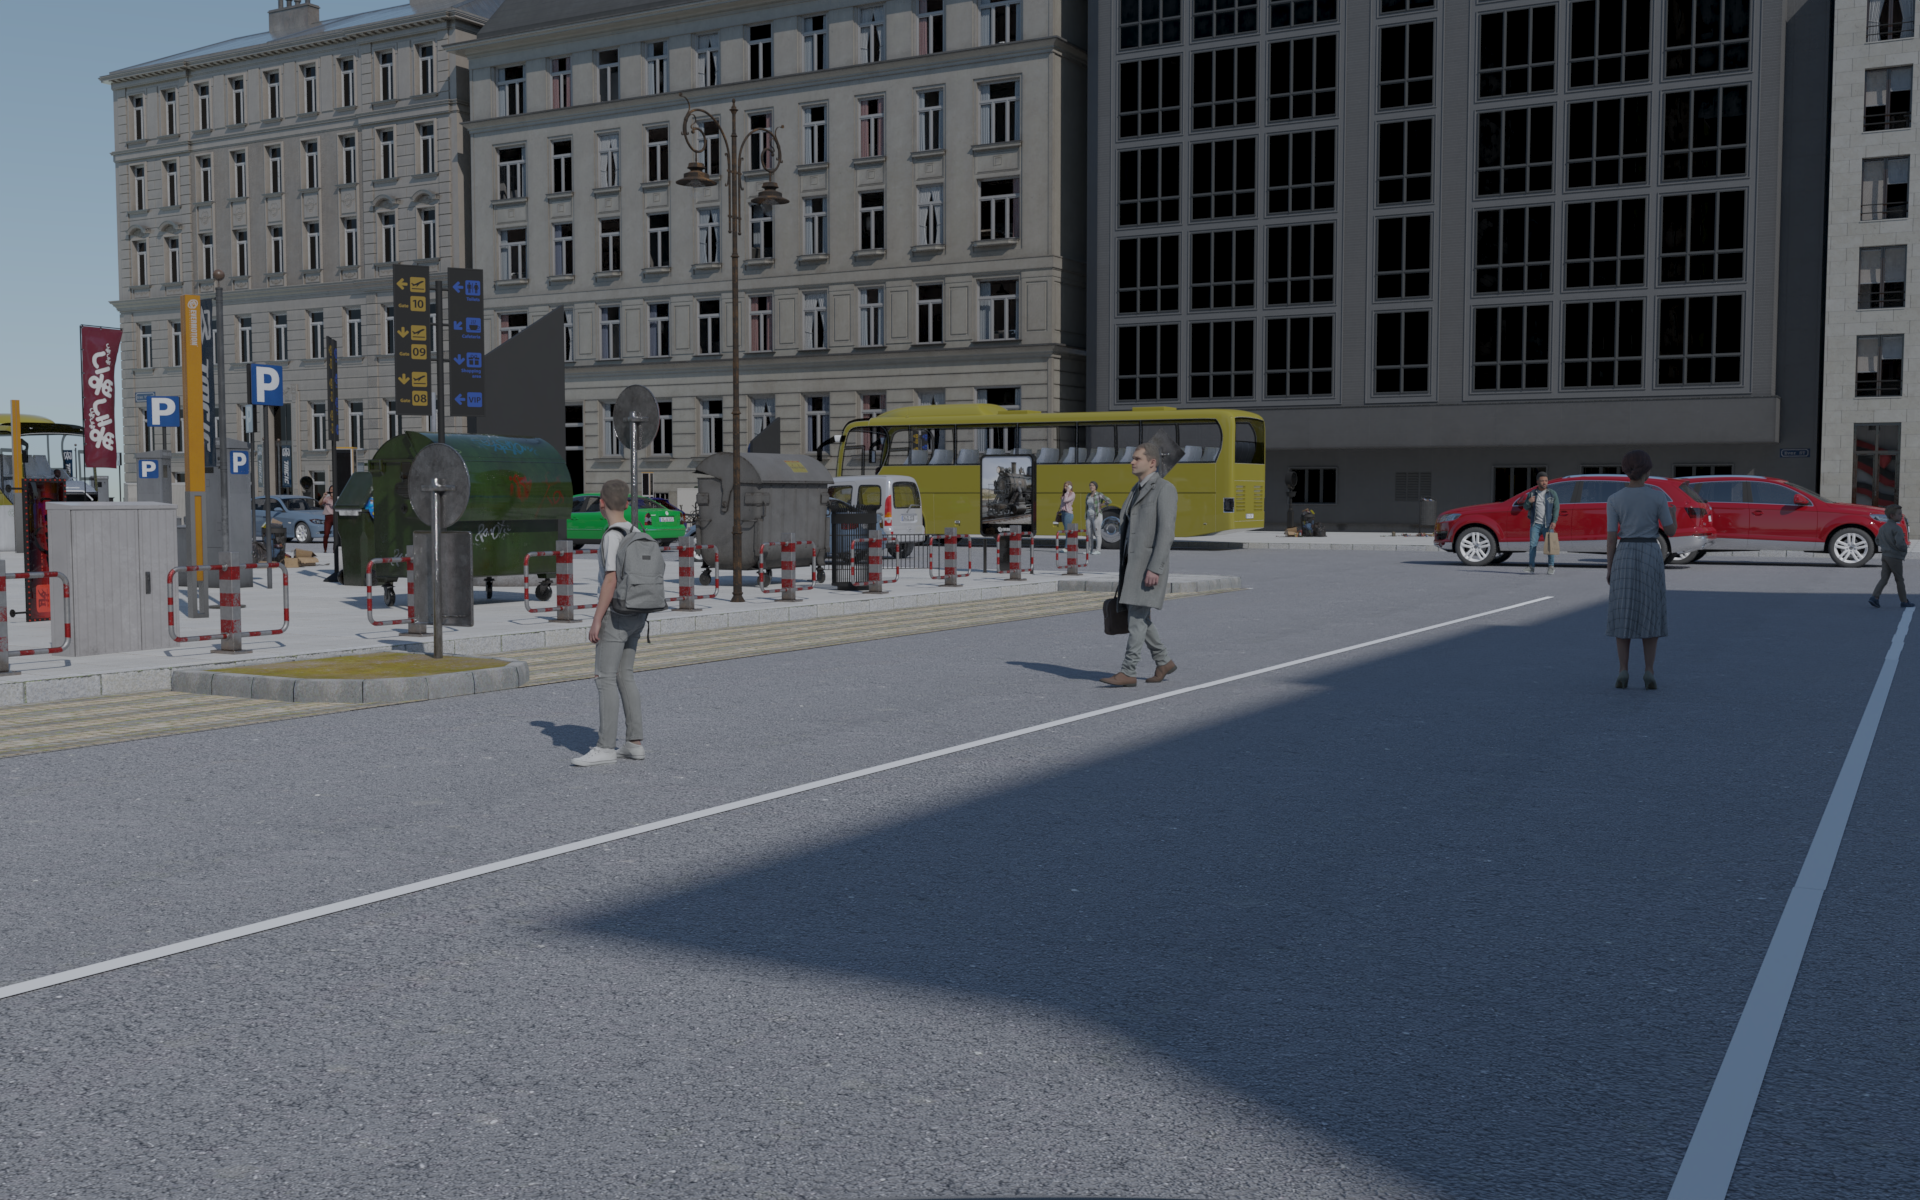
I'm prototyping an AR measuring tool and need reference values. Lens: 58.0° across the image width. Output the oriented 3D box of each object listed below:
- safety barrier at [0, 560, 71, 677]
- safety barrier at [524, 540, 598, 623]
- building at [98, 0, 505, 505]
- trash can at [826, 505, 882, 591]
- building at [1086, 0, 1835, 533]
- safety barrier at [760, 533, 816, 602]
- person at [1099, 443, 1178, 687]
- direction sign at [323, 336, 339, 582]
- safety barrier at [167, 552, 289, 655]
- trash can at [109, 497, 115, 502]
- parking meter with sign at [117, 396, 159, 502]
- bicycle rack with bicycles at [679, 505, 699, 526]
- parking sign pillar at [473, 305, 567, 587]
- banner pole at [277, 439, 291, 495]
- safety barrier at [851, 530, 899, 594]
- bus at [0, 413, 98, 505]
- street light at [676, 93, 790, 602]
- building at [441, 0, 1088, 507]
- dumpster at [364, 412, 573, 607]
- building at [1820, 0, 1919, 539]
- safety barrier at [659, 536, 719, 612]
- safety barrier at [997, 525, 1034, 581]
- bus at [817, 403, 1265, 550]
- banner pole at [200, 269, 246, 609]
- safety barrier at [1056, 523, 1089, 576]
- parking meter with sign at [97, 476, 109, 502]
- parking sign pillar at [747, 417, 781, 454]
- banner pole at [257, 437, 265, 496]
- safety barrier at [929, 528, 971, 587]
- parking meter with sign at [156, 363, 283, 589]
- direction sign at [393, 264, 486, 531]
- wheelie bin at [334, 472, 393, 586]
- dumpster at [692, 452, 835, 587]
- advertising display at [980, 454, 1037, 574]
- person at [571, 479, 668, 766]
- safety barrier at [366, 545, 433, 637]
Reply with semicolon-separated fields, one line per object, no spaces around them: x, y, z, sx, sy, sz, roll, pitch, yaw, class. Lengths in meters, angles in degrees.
-6.832;0.123;12.266;0.300;0.817;1.120;2;4;30;safety barrier
-3.946;-0.185;17.292;0.300;0.817;1.120;2;4;30;safety barrier
-29.965;-17.764;87.703;25.104;27.353;12.463;2;4;30;building
-1.416;-0.704;23.158;0.748;1.137;0.748;0;3;0;trash can
17.597;-16.353;60.886;24.014;27.812;14.314;2;4;30;building
-2.043;-0.388;20.623;0.300;0.817;1.120;2;4;30;safety barrier
1.344;-0.268;12.982;0.767;1.812;0.694;-1;4;-22;person
-9.134;-2.036;25.280;0.379;3.537;0.876;-1;4;-12;direction sign
-5.874;0.021;13.940;0.300;0.817;1.120;2;4;30;safety barrier
-39.186;-4.150;79.500;0.748;1.137;0.748;0;3;0;trash can
-14.008;-2.067;30.049;0.543;3.016;1.738;-1;4;-10;parking meter with sign
-8.995;-2.703;57.572;2.925;0.926;2.852;0;4;7;bicycle rack with bicycles
-6.275;-2.205;24.522;1.447;3.967;1.447;-2;4;-34;parking sign pillar
-30.588;-5.402;78.342;0.863;3.779;0.401;1;4;16;banner pole
-1.088;-0.490;22.288;0.300;0.817;1.120;2;4;30;safety barrier
-31.894;-3.858;54.626;12.252;3.916;2.896;2;4;28;bus
-2.643;-2.912;20.406;0.468;5.910;1.993;2;4;30;street light
-5.448;-14.794;75.174;30.059;22.955;16.112;2;4;30;building
-5.722;-1.081;20.171;1.502;2.255;1.985;2;4;30;dumpster
34.660;-11.923;49.692;16.860;20.320;10.420;2;4;30;building
-2.993;-0.286;18.957;0.300;0.817;1.120;2;4;30;safety barrier
0.821;-0.694;25.623;0.300;0.817;1.120;2;4;30;safety barrier
2.008;-3.386;46.906;12.252;3.916;2.896;2;4;29;bus
-8.436;-1.806;19.545;0.863;3.779;0.401;3;5;39;banner pole
1.772;-0.796;27.287;0.300;0.817;1.120;2;4;30;safety barrier
-35.916;-4.645;72.214;1.738;3.016;0.543;-3;4;-37;parking meter with sign
-6.858;-4.392;60.285;1.447;3.967;1.447;3;5;41;parking sign pillar
-30.937;-5.307;76.786;0.863;3.779;0.401;3;5;43;banner pole
-0.129;-0.592;23.957;0.300;0.817;1.120;2;4;30;safety barrier
-10.102;-1.680;23.732;1.738;3.016;0.543;2;4;25;parking meter with sign
-5.189;-1.550;17.335;0.876;3.537;0.379;-2;4;-29;direction sign
-8.342;-1.007;24.367;0.980;1.594;0.693;2;4;35;wheelie bin
-2.787;-1.148;24.533;1.264;1.857;1.865;2;4;30;dumpster
0.776;-1.390;27.942;0.974;1.923;0.123;2;4;29;advertising display
-1.841;0.110;9.291;0.523;1.515;0.503;-1;4;-16;person
-4.902;-0.083;15.625;0.300;0.817;1.120;2;4;30;safety barrier
